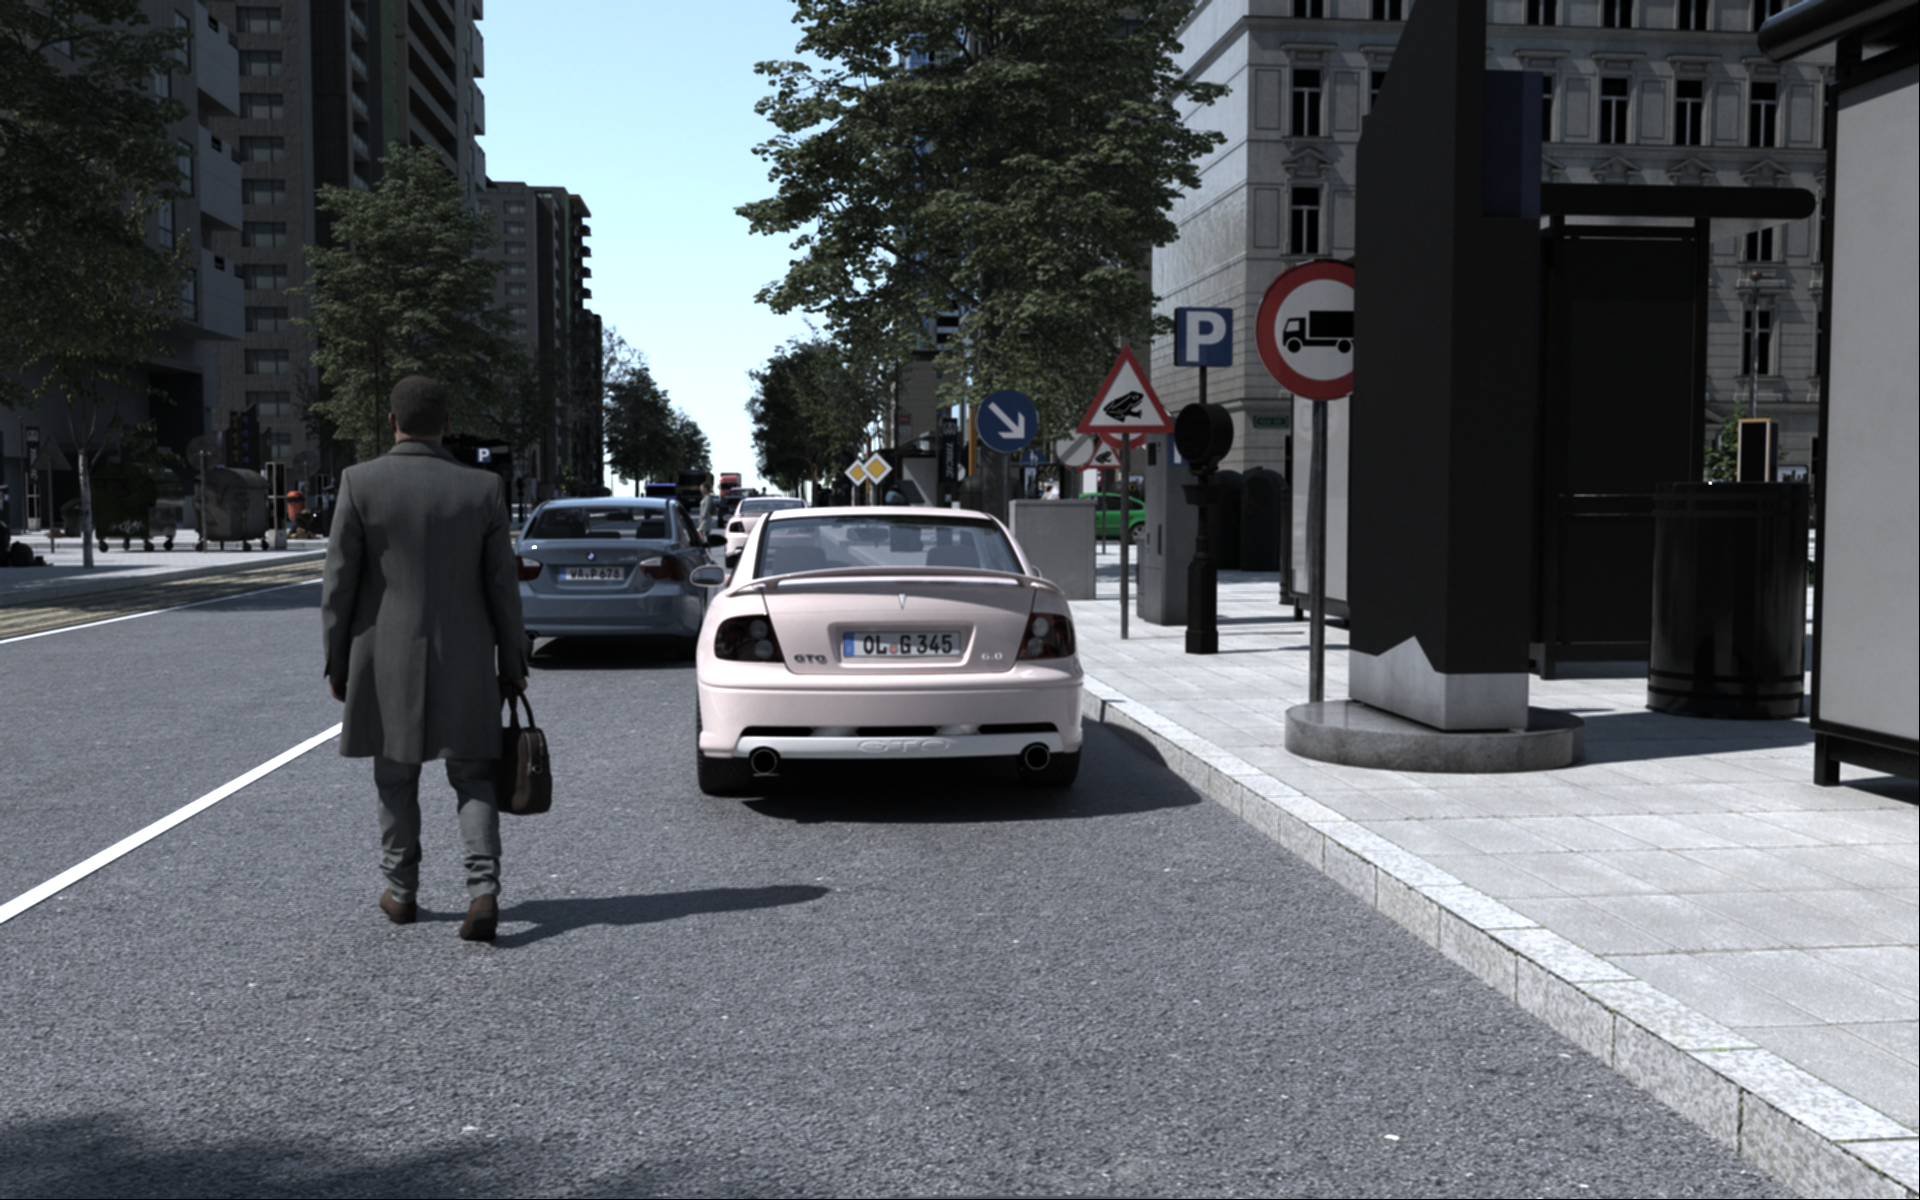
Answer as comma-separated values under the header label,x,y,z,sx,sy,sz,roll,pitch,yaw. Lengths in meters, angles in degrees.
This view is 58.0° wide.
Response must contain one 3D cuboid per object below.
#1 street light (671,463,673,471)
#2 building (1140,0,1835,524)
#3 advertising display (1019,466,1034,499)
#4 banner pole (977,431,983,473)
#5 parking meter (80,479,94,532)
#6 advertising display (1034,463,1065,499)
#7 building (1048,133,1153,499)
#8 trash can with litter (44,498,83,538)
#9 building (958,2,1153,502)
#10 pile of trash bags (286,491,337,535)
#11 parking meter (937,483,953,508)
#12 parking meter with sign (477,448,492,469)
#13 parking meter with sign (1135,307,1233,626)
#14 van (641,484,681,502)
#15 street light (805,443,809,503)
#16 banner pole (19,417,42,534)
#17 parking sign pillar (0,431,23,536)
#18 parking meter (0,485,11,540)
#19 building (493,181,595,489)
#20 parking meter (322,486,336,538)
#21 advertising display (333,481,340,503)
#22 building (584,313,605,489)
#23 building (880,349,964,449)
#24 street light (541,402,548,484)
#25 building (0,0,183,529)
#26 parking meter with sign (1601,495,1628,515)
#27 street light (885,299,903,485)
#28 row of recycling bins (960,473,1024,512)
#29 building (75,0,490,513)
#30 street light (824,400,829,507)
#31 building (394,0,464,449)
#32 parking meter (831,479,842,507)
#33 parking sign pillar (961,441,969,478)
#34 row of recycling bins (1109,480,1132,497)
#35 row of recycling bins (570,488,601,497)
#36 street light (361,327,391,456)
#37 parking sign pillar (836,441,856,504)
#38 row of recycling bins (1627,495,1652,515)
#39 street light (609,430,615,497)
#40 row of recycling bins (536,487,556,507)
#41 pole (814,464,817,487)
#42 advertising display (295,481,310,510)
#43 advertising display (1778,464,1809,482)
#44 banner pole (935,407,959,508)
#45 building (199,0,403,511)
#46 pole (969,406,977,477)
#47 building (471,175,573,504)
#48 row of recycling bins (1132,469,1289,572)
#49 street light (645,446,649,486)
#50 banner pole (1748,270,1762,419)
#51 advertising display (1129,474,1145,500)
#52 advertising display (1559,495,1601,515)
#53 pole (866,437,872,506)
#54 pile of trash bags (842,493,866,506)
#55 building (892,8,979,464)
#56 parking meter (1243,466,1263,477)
label,x,y,z,sx,sy,sz,roll,pitch,yaw
street light,-34.371,-14.292,206.460,0.468,5.910,1.993,0,4,-6
building,31.028,-18.224,74.373,44.131,29.872,17.030,0,4,-6
advertising display,1.562,-2.099,39.527,0.123,1.923,0.974,1,4,20
banner pole,0.686,-3.942,54.465,0.863,3.779,0.401,-3,5,-40
parking meter,-29.288,-3.206,58.130,0.399,1.863,0.255,-2,4,-30
advertising display,1.916,-1.915,36.521,0.123,1.923,0.974,-2,4,-26
building,10.044,-15.594,105.875,10.553,20.767,40.483,0,4,-6
trash can with litter,-26.189,-2.405,50.701,0.624,1.170,1.055,2,4,32
building,10.807,-43.288,146.017,20.563,71.187,20.611,0,4,-6
pile of trash bags,-19.964,-2.758,54.839,1.912,1.369,3.447,1,4,22
parking meter,-0.367,-2.018,41.398,0.372,1.533,0.369,0,3,0
parking meter with sign,-17.931,-4.166,64.377,0.543,3.016,1.738,0,4,3
parking meter with sign,2.130,-1.274,17.088,0.543,3.016,1.738,-1,4,-10
van,-17.137,-5.820,99.538,2.240,2.365,5.245,-1,4,-8
street light,-10.893,-9.151,122.405,0.468,5.910,1.993,0,4,-6
banner pole,-30.221,-4.051,56.249,0.401,3.779,0.863,2,4,27
parking sign pillar,-29.869,-3.980,53.551,1.447,3.967,1.447,-2,4,-32
parking meter,-26.527,-2.419,47.962,0.372,1.533,0.369,0,3,0
building,-63.828,-36.101,244.882,22.147,44.769,28.867,0,4,-6
parking meter,-18.649,-2.616,51.188,0.372,1.533,0.369,0,3,0
advertising display,-31.355,-5.053,87.826,0.123,1.923,0.974,2,4,30
building,-62.721,-30.295,267.031,14.160,30.474,14.107,0,4,-6
building,3.749,-24.200,240.716,27.650,21.520,28.899,0,4,-6
street light,-20.623,-6.934,86.166,0.468,5.910,1.993,0,4,-6
building,-46.504,-29.416,70.190,28.713,52.752,27.495,0,4,-6
parking meter with sign,13.356,-2.386,35.274,0.543,3.016,1.738,1,4,11
street light,-1.493,-4.162,40.833,0.468,5.910,1.993,0,4,-6
row of recycling bins,0.713,-1.727,35.341,1.069,1.692,3.534,1,4,11
building,-57.447,-34.534,153.862,28.713,52.752,27.495,0,4,-6
street light,-6.464,-6.820,84.291,0.468,5.910,1.993,0,4,-6
building,-50.309,-30.975,130.142,21.300,48.544,21.600,0,4,-6
parking meter,-4.697,-3.686,65.984,0.399,1.863,0.255,-3,5,-43
parking sign pillar,0.478,-5.476,78.003,1.447,3.967,1.447,-2,4,-25
row of recycling bins,6.179,-2.719,51.570,3.534,1.692,1.069,0,4,-6
row of recycling bins,-25.414,-6.775,117.892,1.069,1.692,3.534,1,4,19
street light,-16.159,-4.604,48.057,0.468,5.910,1.993,0,4,-6
parking sign pillar,-5.725,-6.032,87.103,1.447,3.967,1.447,-3,4,-36
row of recycling bins,41.682,-5.997,105.168,1.069,1.692,3.534,-2,4,-27
street light,-24.908,-9.244,123.925,0.468,5.910,1.993,0,4,-6
row of recycling bins,-22.920,-5.414,95.634,1.069,1.692,3.534,0,4,-6
pole,-9.634,-7.441,115.501,0.158,3.312,0.155,0,3,0
advertising display,-31.682,-4.788,83.497,0.123,1.923,0.974,1,4,13
advertising display,17.955,-1.982,37.625,0.974,1.923,0.123,-1,4,-13
banner pole,-0.439,-3.675,50.108,0.863,3.779,0.401,-1,4,-21
building,-44.179,-26.077,109.953,14.154,41.232,14.086,0,4,-6
pole,0.300,-2.834,40.181,0.158,3.312,0.155,0,3,0
building,-58.020,-33.005,223.231,14.154,41.232,14.086,0,4,-6
row of recycling bins,4.446,-1.405,30.091,1.069,1.692,3.534,-2,4,-27
street light,-29.354,-11.592,162.311,0.468,5.910,1.993,0,4,-6
banner pole,8.814,-1.788,19.252,0.401,3.779,0.863,1,4,21
advertising display,5.713,-3.164,56.950,0.974,1.923,0.123,-3,5,-45
advertising display,13.301,-1.955,37.177,0.974,1.923,0.123,3,5,40
pole,-3.259,-4.166,61.965,0.158,3.312,0.155,0,3,0
pile of trash bags,-4.734,-4.255,79.315,1.912,1.369,3.447,0,4,-3
building,-1.714,-58.442,268.197,22.319,86.520,31.000,0,4,-6
parking meter,6.217,-1.906,36.876,0.399,1.863,0.255,3,5,40
